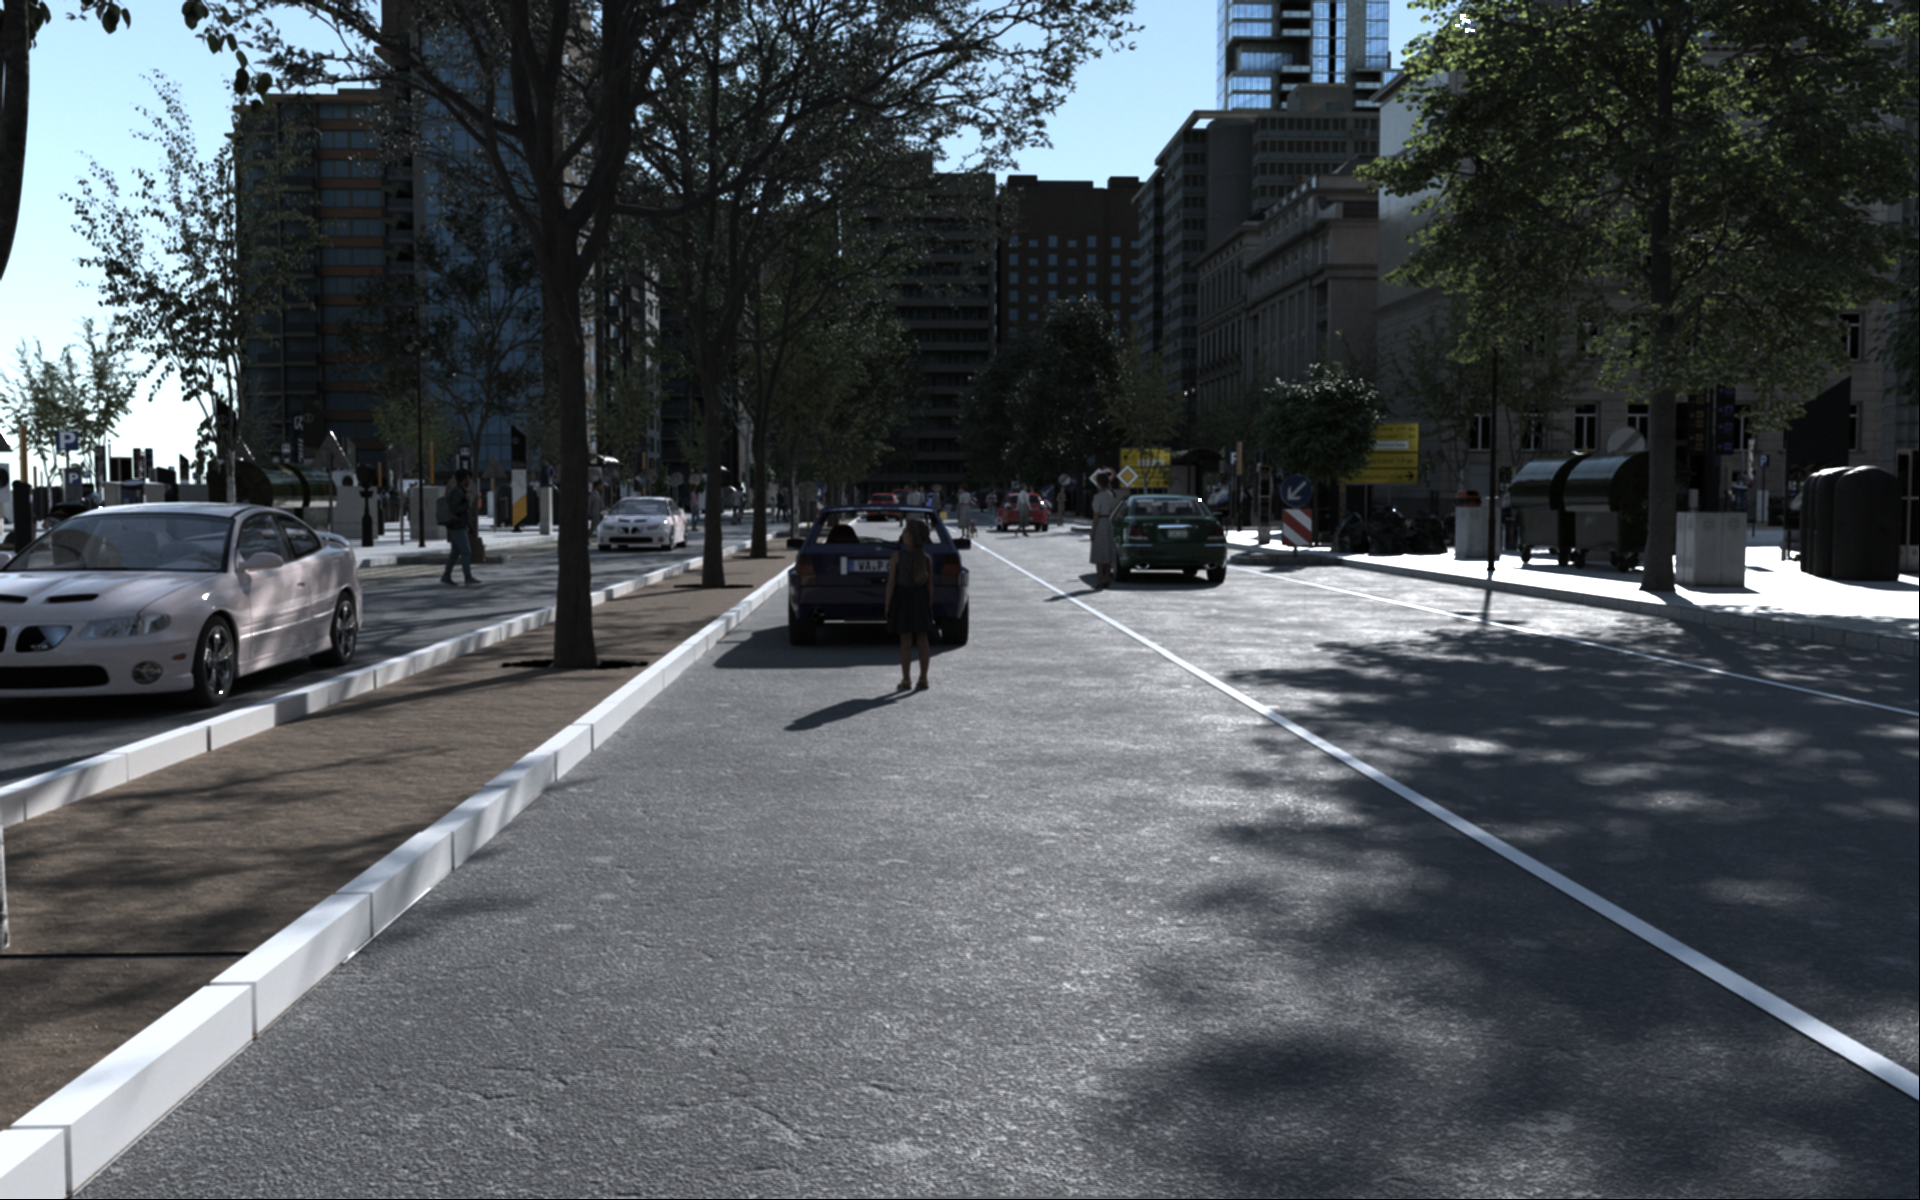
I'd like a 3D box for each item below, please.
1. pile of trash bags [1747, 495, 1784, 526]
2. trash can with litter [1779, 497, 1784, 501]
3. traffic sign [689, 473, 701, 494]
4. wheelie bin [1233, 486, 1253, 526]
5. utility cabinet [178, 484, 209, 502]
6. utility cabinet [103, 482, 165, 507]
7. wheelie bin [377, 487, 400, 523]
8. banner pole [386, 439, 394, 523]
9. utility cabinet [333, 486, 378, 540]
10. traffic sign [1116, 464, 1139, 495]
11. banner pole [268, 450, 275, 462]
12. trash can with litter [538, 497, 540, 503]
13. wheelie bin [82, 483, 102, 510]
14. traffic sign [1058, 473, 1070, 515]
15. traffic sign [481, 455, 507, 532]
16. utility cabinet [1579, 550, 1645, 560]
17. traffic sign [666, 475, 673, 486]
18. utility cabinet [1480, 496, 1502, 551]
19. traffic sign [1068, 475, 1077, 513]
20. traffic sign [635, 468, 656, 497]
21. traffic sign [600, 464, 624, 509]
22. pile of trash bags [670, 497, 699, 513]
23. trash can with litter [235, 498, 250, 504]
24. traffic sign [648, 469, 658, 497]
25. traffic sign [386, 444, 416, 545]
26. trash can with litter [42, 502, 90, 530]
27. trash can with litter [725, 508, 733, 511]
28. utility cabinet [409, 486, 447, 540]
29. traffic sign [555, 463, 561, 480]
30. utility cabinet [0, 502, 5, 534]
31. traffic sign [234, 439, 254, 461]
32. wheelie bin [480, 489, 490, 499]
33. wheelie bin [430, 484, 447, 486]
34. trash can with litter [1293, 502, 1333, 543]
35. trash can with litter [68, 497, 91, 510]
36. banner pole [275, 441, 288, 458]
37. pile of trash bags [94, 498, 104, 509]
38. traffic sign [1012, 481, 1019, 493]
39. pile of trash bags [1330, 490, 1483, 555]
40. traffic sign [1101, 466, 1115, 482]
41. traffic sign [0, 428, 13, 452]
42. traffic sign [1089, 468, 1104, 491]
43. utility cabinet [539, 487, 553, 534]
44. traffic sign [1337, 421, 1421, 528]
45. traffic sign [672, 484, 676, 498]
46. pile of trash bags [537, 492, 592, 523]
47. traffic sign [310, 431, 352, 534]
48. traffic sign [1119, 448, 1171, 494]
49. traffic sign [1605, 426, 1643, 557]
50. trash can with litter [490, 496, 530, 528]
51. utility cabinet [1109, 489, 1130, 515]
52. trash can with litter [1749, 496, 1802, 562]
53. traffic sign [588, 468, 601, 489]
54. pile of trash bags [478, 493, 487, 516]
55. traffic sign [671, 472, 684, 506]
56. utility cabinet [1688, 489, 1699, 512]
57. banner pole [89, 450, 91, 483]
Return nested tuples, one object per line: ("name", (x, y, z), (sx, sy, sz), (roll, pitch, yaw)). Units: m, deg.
("pile of trash bags", (33.022, -3.686, 70.025), (3.447, 1.369, 1.912), (3, 5, 44))
("trash can with litter", (64.828, -7.602, 135.676), (1.055, 1.170, 0.624), (2, 4, 23))
("traffic sign", (-16.293, -6.503, 106.429), (0.768, 2.556, 0.104), (0, 4, 3))
("wheelie bin", (11.258, -3.736, 68.999), (0.693, 1.594, 0.980), (0, 4, -6))
("utility cabinet", (-17.183, -1.818, 38.411), (0.318, 1.500, 1.173), (3, 5, 43))
("utility cabinet", (-14.869, -1.381, 31.255), (0.318, 1.500, 1.173), (1, 4, 16))
("wheelie bin", (-25.892, -4.349, 79.014), (0.693, 1.594, 0.980), (0, 4, 7))
("banner pole", (-25.645, -5.378, 77.947), (0.401, 3.779, 0.863), (-3, 5, -40))
("utility cabinet", (-16.792, -2.411, 48.101), (1.173, 1.500, 0.318), (-1, 4, -19))
("traffic sign", (5.635, -3.347, 58.362), (0.795, 2.450, 0.064), (0, 4, -2))
("banner pole", (-38.995, -6.631, 98.438), (0.863, 3.779, 0.401), (0, 4, 6))
("trash can with litter", (-32.048, -7.231, 129.620), (0.624, 1.170, 1.055), (3, 5, 40))
("wheelie bin", (-25.876, -2.644, 51.131), (0.980, 1.594, 0.693), (-2, 4, -26))
("traffic sign", (6.415, -6.525, 106.784), (0.768, 2.556, 0.104), (0, 4, -1))
("traffic sign", (-15.551, -3.537, 57.835), (0.884, 2.594, 0.081), (0, 4, 2))
("utility cabinet", (12.489, -1.499, 33.187), (1.173, 1.500, 0.318), (0, 4, 6))
("traffic sign", (-17.340, -6.240, 103.215), (0.795, 2.450, 0.064), (0, 4, 0))
("utility cabinet", (12.158, -1.742, 39.643), (0.306, 1.237, 1.020), (0, 4, 8))
("traffic sign", (7.538, -7.120, 116.522), (0.768, 2.556, 0.104), (0, 4, 1))
("traffic sign", (-11.919, -3.793, 65.665), (0.795, 2.450, 0.064), (0, 4, -2))
("traffic sign", (-11.596, -3.305, 57.686), (0.795, 2.450, 0.064), (0, 4, -2))
("pile of trash bags", (-18.445, -6.714, 119.525), (3.447, 1.369, 1.912), (0, 4, -7))
("trash can with litter", (-13.580, -1.374, 33.518), (1.678, 1.210, 2.233), (1, 4, 18))
("traffic sign", (-15.753, -5.381, 88.085), (0.768, 2.556, 0.104), (0, 4, 5))
("traffic sign", (-14.171, -2.681, 43.937), (0.768, 2.556, 0.104), (0, 4, 1))
("trash can with litter", (-12.721, -0.814, 24.701), (0.624, 1.170, 1.055), (-2, 4, -26))
("trash can with litter", (-18.487, -7.530, 134.180), (2.233, 1.210, 1.678), (0, 4, -3))
("utility cabinet", (-14.718, -2.399, 47.895), (1.173, 1.500, 0.318), (2, 4, 32))
("traffic sign", (-16.049, -4.286, 70.179), (0.768, 2.556, 0.104), (0, 4, 7))
("utility cabinet", (-30.355, -2.808, 54.594), (0.318, 1.500, 1.173), (-2, 4, -24))
("traffic sign", (-16.825, -2.481, 40.560), (0.884, 2.594, 0.081), (0, 4, 3))
("wheelie bin", (-31.184, -6.472, 113.728), (0.980, 1.594, 0.693), (0, 4, 2))
("wheelie bin", (-16.230, -2.821, 54.039), (0.980, 1.594, 0.693), (1, 4, 12))
("trash can with litter", (9.306, -2.090, 45.566), (1.055, 1.170, 0.624), (-1, 4, -21))
("trash can with litter", (-22.059, -2.024, 44.144), (2.233, 1.210, 1.678), (0, 4, -7))
("banner pole", (-28.043, -5.046, 72.518), (0.401, 3.779, 0.863), (2, 4, 34))
("pile of trash bags", (-26.922, -2.803, 55.581), (1.912, 1.369, 3.447), (3, 5, 40))
("traffic sign", (4.403, -8.296, 137.770), (0.606, 2.300, 0.079), (0, 4, 6))
("pile of trash bags", (9.948, -1.722, 37.914), (3.447, 1.369, 1.912), (-1, 4, -23))
("traffic sign", (6.658, -4.797, 78.537), (0.768, 2.556, 0.104), (0, 4, 6))
("traffic sign", (-12.424, -1.343, 21.958), (0.884, 2.594, 0.081), (0, 4, 6))
("traffic sign", (5.312, -3.835, 66.341), (0.795, 2.450, 0.064), (0, 4, -2))
("utility cabinet", (-13.198, -2.844, 55.174), (0.318, 1.500, 1.173), (0, 4, -8))
("traffic sign", (11.761, -3.354, 48.707), (2.265, 3.308, 0.079), (0, 4, 6))
("traffic sign", (-20.642, -7.638, 124.988), (0.768, 2.556, 0.104), (0, 4, 0))
("pile of trash bags", (-17.884, -4.154, 77.672), (3.447, 1.369, 1.912), (0, 4, 4))
("traffic sign", (-12.928, -2.176, 35.582), (0.884, 2.594, 0.081), (0, 4, 5))
("traffic sign", (8.122, -5.020, 75.949), (2.265, 3.308, 0.079), (0, 4, 1))
("traffic sign", (12.431, -1.978, 32.445), (0.768, 2.556, 0.104), (0, 4, 1))
("trash can with litter", (-17.175, -3.383, 66.367), (1.678, 1.210, 2.233), (2, 4, 26))
("utility cabinet", (7.296, -4.384, 80.354), (1.173, 1.500, 0.318), (-1, 4, -22))
("trash can with litter", (16.058, -1.338, 32.927), (1.678, 1.210, 2.233), (1, 4, 16))
("traffic sign", (-17.854, -5.148, 84.280), (0.768, 2.556, 0.104), (0, 4, -1))
("pile of trash bags", (-28.670, -5.640, 101.971), (1.912, 1.369, 3.447), (-2, 4, -28))
("traffic sign", (-16.444, -6.151, 100.679), (0.768, 2.556, 0.104), (0, 4, 3))
("utility cabinet", (30.290, -3.852, 71.656), (0.318, 1.500, 1.173), (1, 4, 13))
("banner pole", (-41.702, -5.695, 83.136), (0.401, 3.779, 0.863), (-2, 4, -31))
